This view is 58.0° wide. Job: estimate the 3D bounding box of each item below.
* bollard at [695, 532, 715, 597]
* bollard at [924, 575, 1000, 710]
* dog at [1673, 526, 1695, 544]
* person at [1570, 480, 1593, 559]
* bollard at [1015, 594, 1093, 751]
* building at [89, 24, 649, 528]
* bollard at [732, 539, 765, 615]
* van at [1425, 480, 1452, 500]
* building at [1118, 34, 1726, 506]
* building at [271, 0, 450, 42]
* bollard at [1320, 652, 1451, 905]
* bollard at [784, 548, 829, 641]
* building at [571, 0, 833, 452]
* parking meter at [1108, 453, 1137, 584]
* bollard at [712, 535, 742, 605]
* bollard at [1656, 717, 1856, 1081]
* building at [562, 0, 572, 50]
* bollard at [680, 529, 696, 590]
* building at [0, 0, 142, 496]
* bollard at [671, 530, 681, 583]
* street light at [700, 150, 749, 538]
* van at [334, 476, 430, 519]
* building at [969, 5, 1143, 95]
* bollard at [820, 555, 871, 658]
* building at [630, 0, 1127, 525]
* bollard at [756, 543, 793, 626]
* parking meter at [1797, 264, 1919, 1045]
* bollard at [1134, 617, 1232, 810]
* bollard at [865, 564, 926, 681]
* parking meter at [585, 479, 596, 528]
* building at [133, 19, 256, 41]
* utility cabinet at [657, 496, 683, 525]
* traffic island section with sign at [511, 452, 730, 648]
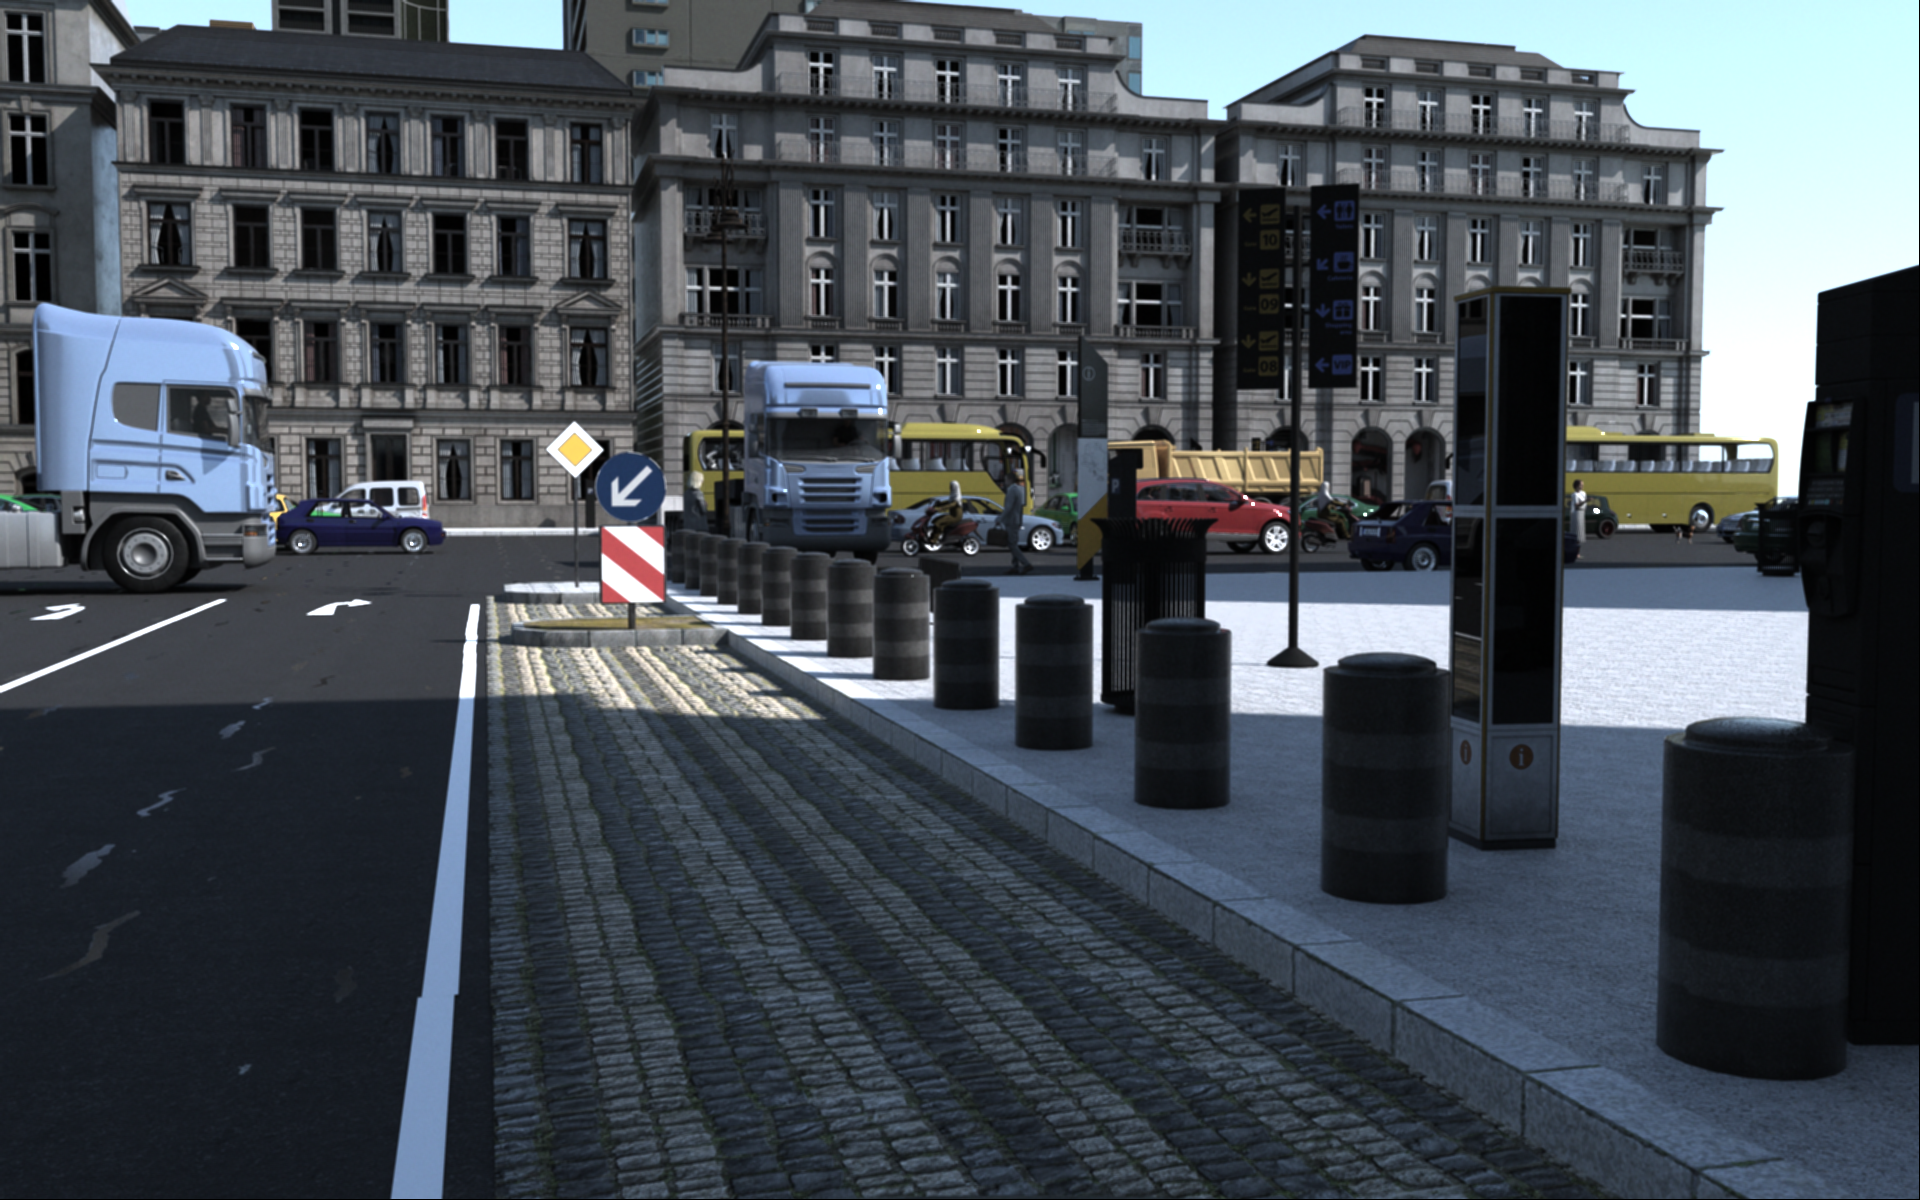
[{"bbox_3d":[-3.078,-0.434,21.818,0.404,0.777,0.398,0,3,0],"label":"bollard"},{"bbox_3d":[0.039,0.261,10.452,0.404,0.777,0.398,0,3,0],"label":"bollard"},{"bbox_3d":[20.911,-1.879,50.015,0.540,0.507,0.406,-3,4,-39],"label":"dog"},{"bbox_3d":[13.829,-1.801,38.520,0.524,1.755,0.480,2,4,30],"label":"person"},{"bbox_3d":[0.481,0.360,8.833,0.404,0.777,0.398,0,3,0],"label":"bollard"},{"bbox_3d":[-22.429,-12.461,68.360,19.286,19.102,10.561,-1,4,-15],"label":"building"},{"bbox_3d":[-2.188,-0.237,18.584,0.404,0.777,0.398,0,3,0],"label":"bollard"},{"bbox_3d":[16.204,-2.791,52.649,4.112,2.044,2.013,-1,4,-14],"label":"van"},{"bbox_3d":[21.303,-14.672,81.680,24.055,21.916,13.314,-1,4,-15],"label":"building"},{"bbox_3d":[-75.993,-47.979,222.708,20.611,71.187,20.563,-1,4,-15],"label":"building"},{"bbox_3d":[1.371,0.559,5.585,0.404,0.777,0.398,0,3,0],"label":"bollard"},{"bbox_3d":[-1.302,-0.038,15.334,0.404,0.777,0.398,0,3,0],"label":"bollard"},{"bbox_3d":[-19.485,-31.504,138.799,21.300,48.544,21.600,-1,4,-15],"label":"building"},{"bbox_3d":[2.318,-1.165,24.763,0.255,1.863,0.399,-2,4,-29],"label":"parking meter"},{"bbox_3d":[-2.633,-0.335,20.201,0.404,0.777,0.398,0,3,0],"label":"bollard"},{"bbox_3d":[1.815,0.658,3.960,0.404,0.777,0.398,0,3,0],"label":"bollard"},{"bbox_3d":[-26.367,-37.965,162.729,21.231,58.520,28.212,-1,4,-15],"label":"building"},{"bbox_3d":[-3.524,-0.533,23.438,0.404,0.777,0.398,0,3,0],"label":"bollard"},{"bbox_3d":[-49.136,-14.948,63.485,34.723,24.649,14.460,-1,4,-15],"label":"building"},{"bbox_3d":[-3.970,-0.632,25.055,0.404,0.777,0.398,0,3,0],"label":"bollard"},{"bbox_3d":[-3.214,-3.114,23.697,0.468,5.910,1.993,-1,4,-15],"label":"street light"},{"bbox_3d":[-18.349,-2.814,53.013,4.112,2.044,2.013,-1,4,-16],"label":"van"},{"bbox_3d":[2.620,-33.890,173.701,30.456,49.044,23.786,-1,4,-15],"label":"building"},{"bbox_3d":[-0.855,0.061,13.712,0.404,0.777,0.398,0,3,0],"label":"bollard"},{"bbox_3d":[-1.980,-14.302,75.637,24.055,21.916,13.314,-1,4,-15],"label":"building"},{"bbox_3d":[-1.743,-0.137,16.953,0.404,0.777,0.398,0,3,0],"label":"bollard"},{"bbox_3d":[2.223,0.099,4.097,0.399,1.863,0.255,0,4,0],"label":"parking meter"},{"bbox_3d":[0.927,0.459,7.214,0.404,0.777,0.398,0,3,0],"label":"bollard"},{"bbox_3d":[-0.409,0.162,12.071,0.404,0.777,0.398,0,3,0],"label":"bollard"},{"bbox_3d":[-13.916,-3.644,65.283,0.399,1.863,0.255,-1,4,-12],"label":"parking meter"},{"bbox_3d":[-99.635,-41.285,217.014,28.212,58.520,21.231,-1,4,-15],"label":"building"},{"bbox_3d":[-11.022,-3.347,65.880,1.020,1.237,0.306,-3,5,-43],"label":"utility cabinet"},{"bbox_3d":[-3.394,-0.513,17.017,1.989,1.847,2.006,-1,4,-15],"label":"traffic island section with sign"}]
